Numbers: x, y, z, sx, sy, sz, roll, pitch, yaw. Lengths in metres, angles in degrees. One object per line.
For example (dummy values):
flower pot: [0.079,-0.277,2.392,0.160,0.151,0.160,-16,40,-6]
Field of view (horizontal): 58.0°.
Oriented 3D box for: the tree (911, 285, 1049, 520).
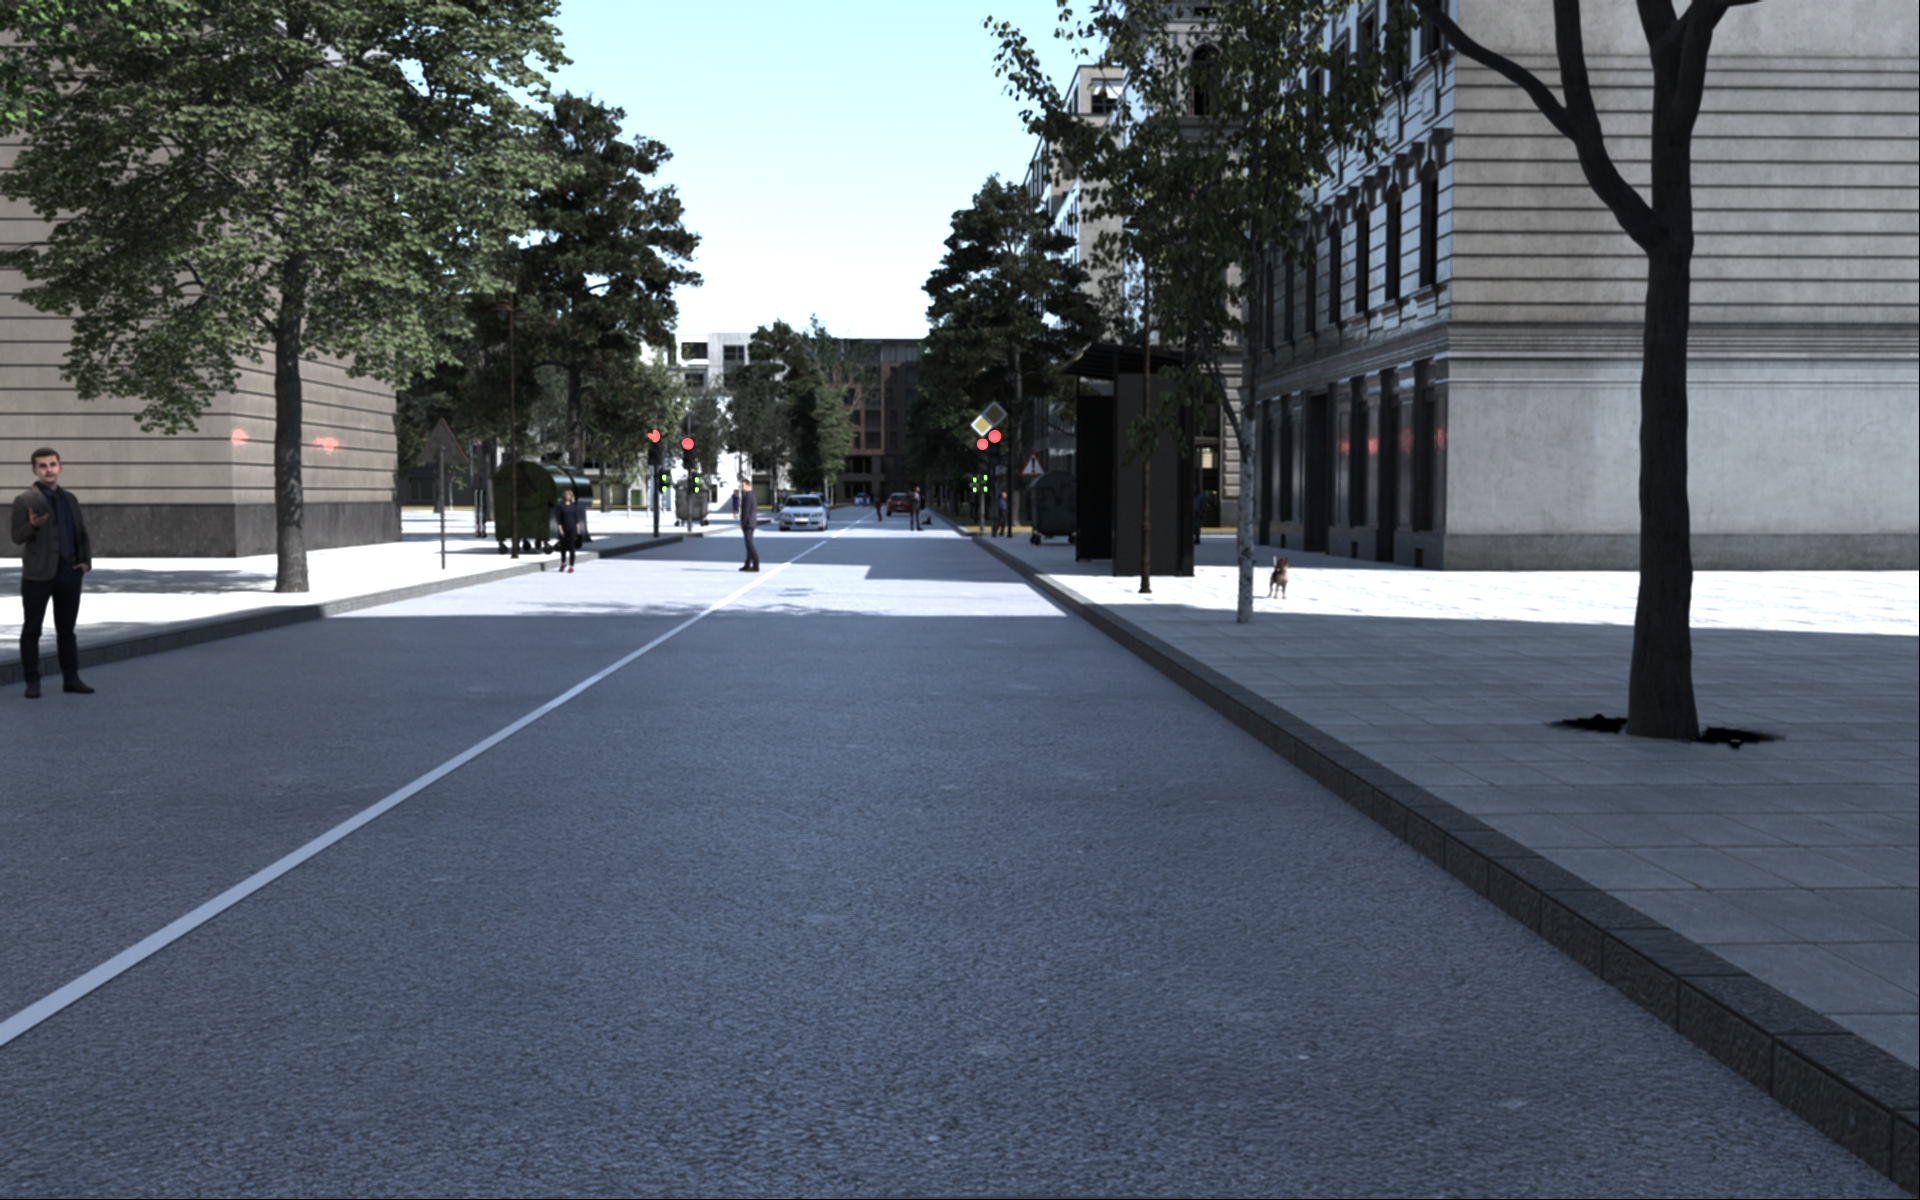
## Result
tree: [1.098,-9.869,87.109,9.928,11.665,9.643,0,3,0]

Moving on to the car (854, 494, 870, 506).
car: [-11.716,-12.111,207.605,1.945,1.707,3.694,0,4,-2]

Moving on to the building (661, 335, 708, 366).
building: [-40.785,-23.997,236.333,32.646,21.610,27.936,0,4,-2]

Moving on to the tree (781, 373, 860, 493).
tree: [-13.167,-14.830,160.594,7.486,12.596,7.792,0,3,0]

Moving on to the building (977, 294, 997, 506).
building: [16.669,-21.138,189.585,27.936,21.610,32.646,0,4,-2]

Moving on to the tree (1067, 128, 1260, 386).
tree: [4.204,-5.217,35.658,4.360,8.622,3.978,0,3,0]

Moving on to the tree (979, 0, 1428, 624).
tree: [2.640,-4.082,17.108,4.737,8.622,4.395,0,3,0]

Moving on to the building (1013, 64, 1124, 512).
building: [14.286,-19.166,117.880,19.350,26.468,34.151,0,4,-2]

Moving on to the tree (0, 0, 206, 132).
tree: [-8.191,-5.183,10.494,9.928,11.665,9.643,0,3,0]

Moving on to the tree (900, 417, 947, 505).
tree: [-3.768,-17.790,208.998,7.486,12.596,7.792,0,3,0]

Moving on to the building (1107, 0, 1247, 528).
building: [16.351,-14.733,69.761,19.941,23.489,11.050,0,4,-2]

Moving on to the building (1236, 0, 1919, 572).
building: [12.393,-11.492,37.052,9.793,20.994,18.267,0,4,-2]

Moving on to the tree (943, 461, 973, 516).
tree: [-0.259,-6.581,102.196,1.663,3.219,1.824,0,3,0]

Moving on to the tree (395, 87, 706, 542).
tree: [-10.240,-7.575,45.901,6.751,12.117,7.091,0,3,0]

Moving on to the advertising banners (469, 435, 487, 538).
advertising banners: [-14.235,-3.357,51.067,0.090,3.025,2.074,-2,4,-27]

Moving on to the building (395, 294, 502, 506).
building: [-67.228,-21.167,190.059,32.646,21.610,27.936,0,4,-2]

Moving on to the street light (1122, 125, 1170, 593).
street light: [2.397,-3.025,22.251,0.468,5.910,1.993,0,4,-2]

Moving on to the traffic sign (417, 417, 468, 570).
traffic sign: [-8.781,-1.796,29.371,0.884,2.594,0.081,0,4,4]

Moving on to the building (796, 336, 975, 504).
building: [-7.097,-24.081,237.703,32.646,21.610,27.936,0,4,-2]

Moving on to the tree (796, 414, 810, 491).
tree: [-11.767,-9.772,110.128,4.360,8.622,3.978,0,3,0]

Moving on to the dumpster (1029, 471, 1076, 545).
dumpster: [2.424,-2.338,43.982,1.264,1.857,1.865,0,4,-2]

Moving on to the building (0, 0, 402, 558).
building: [-26.787,-14.800,39.245,25.104,27.353,12.463,0,4,-2]

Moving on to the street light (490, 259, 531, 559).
street light: [-8.859,-3.761,34.285,0.468,5.910,1.993,0,4,-2]

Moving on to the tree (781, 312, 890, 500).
tree: [-13.489,-19.710,178.141,12.611,20.169,13.585,0,3,0]

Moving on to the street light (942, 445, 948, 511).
street light: [-1.157,-9.857,133.948,0.468,5.910,1.993,0,4,-2]

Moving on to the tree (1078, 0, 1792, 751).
tree: [3.613,-6.019,8.778,12.009,13.543,11.850,0,3,0]

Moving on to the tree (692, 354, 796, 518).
tree: [-11.521,-8.675,92.194,4.360,8.622,3.978,0,3,0]

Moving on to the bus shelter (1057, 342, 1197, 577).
bus shelter: [2.790,-2.360,29.866,1.731,3.624,6.357,0,4,-2]

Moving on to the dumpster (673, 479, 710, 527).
dumpster: [-10.668,-3.855,68.796,1.264,1.857,1.865,0,4,-2]

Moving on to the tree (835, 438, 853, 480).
tree: [-14.726,-15.316,200.770,4.360,8.622,3.978,0,3,0]

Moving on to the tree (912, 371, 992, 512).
tree: [-0.434,-12.166,120.964,6.751,12.117,7.091,0,3,0]

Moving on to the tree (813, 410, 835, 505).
tree: [-13.171,-12.159,149.161,4.360,8.622,3.978,0,3,0]

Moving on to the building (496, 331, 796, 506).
building: [-34.988,-20.196,196.661,31.486,18.905,16.747,0,4,-2]

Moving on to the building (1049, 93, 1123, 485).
building: [10.586,-14.482,91.537,10.420,20.320,16.860,0,4,-2]

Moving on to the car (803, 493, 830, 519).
car: [-8.316,-5.412,98.084,1.945,1.707,3.694,0,4,-1]

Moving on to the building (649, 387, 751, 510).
building: [-22.458,-12.690,149.625,9.099,9.664,28.070,0,4,-2]

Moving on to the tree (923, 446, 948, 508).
tree: [-1.680,-12.492,154.601,4.360,8.622,3.978,0,3,0]

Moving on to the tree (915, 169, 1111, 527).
tree: [2.287,-9.796,67.595,7.806,13.903,7.818,0,3,0]

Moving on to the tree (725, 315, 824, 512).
tree: [-13.327,-13.121,121.946,7.806,13.903,7.818,0,3,0]

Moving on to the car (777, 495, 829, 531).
car: [-6.126,-3.426,68.015,2.014,1.417,4.499,0,4,-2]

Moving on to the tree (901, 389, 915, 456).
tree: [-0.807,-14.219,139.907,7.806,13.903,7.818,0,3,0]

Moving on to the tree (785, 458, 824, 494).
tree: [-12.037,-9.242,134.824,4.285,4.588,4.351,0,3,0]

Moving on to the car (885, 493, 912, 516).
car: [-3.871,-6.372,113.227,2.155,1.783,4.494,0,4,-1]

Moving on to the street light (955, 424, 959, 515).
street light: [-0.178,-8.102,105.257,0.468,5.910,1.993,0,4,-2]

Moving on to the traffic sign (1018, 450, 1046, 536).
traffic sign: [2.176,-3.145,51.425,0.884,2.594,0.081,0,4,2]

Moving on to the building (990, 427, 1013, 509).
building: [10.796,-19.024,167.462,16.016,20.091,11.380,0,4,-2]

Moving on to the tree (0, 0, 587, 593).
tree: [-8.303,-6.367,22.226,7.486,12.596,7.792,0,3,0]

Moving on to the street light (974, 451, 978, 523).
street light: [0.711,-6.324,76.183,0.468,5.910,1.993,0,4,-2]

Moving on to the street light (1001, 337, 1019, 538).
street light: [1.466,-4.780,50.943,0.468,5.910,1.993,0,4,-2]
